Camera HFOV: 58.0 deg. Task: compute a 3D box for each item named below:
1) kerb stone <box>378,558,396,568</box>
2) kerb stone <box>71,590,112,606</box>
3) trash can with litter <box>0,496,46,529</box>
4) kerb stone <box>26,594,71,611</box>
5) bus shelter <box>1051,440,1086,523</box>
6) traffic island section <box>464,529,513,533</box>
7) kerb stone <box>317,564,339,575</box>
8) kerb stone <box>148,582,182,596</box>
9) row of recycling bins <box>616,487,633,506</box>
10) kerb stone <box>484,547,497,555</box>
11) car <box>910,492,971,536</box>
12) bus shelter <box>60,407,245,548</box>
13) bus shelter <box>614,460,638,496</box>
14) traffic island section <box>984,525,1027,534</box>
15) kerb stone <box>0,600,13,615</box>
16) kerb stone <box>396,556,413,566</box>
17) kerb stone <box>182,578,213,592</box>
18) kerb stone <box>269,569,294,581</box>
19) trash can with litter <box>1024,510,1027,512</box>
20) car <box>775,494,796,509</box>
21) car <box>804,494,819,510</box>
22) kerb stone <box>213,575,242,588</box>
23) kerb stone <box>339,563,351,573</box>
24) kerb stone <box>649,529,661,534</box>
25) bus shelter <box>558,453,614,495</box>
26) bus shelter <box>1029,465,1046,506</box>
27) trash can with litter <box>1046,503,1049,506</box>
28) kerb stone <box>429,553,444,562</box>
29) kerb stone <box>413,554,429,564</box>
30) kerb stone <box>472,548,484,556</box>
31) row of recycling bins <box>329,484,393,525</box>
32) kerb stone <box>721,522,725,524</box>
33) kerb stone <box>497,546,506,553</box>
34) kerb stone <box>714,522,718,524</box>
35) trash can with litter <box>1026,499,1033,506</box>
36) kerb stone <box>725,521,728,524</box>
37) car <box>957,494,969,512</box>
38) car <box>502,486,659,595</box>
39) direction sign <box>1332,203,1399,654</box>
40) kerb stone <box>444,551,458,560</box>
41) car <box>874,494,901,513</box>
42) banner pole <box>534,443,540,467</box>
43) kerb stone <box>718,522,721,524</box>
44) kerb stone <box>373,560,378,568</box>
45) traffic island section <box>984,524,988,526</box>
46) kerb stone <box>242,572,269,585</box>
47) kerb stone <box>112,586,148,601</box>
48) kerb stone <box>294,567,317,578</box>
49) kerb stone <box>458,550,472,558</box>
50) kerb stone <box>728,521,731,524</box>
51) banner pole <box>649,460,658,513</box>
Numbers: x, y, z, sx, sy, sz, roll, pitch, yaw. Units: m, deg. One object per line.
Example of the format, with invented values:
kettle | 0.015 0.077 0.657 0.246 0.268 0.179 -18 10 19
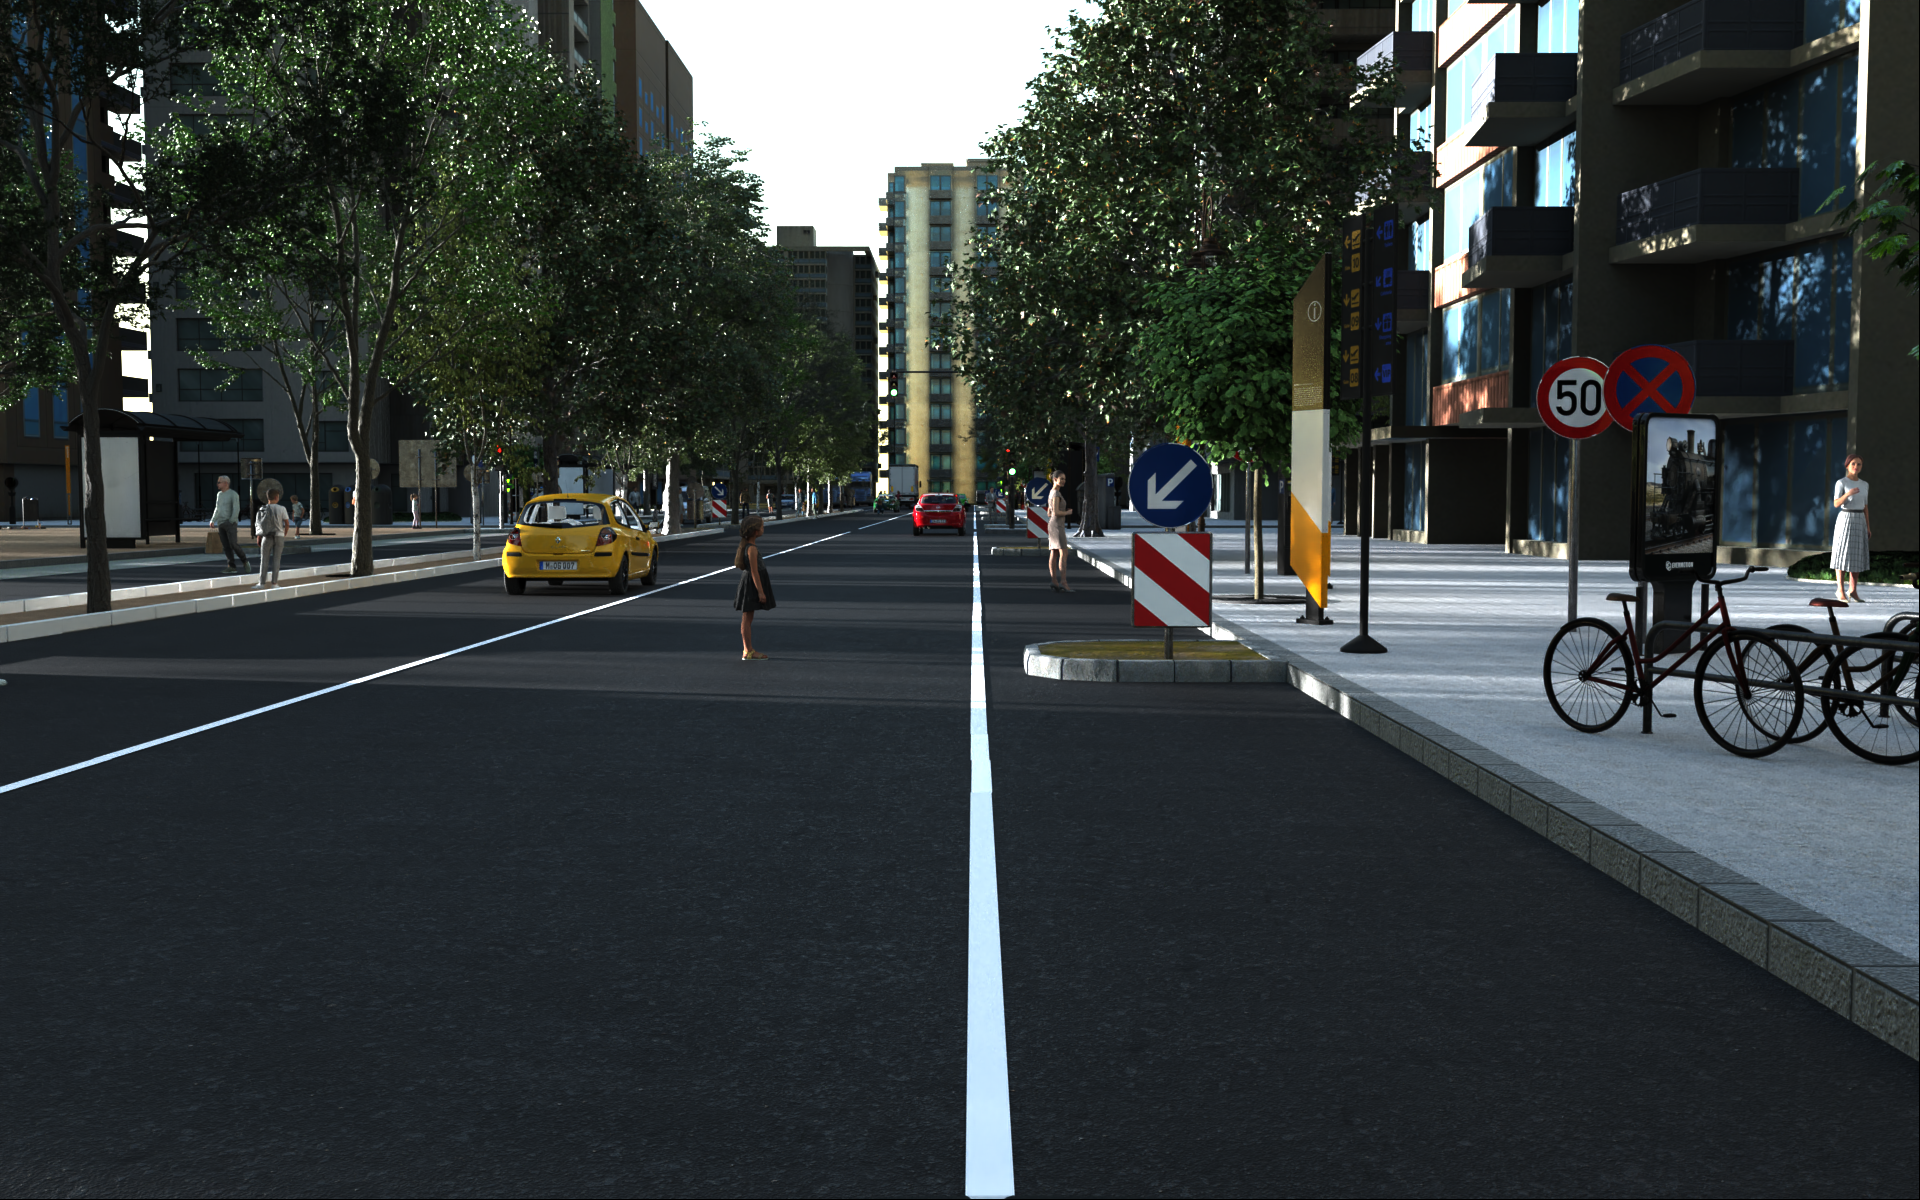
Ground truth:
kerb stone | -11.273 -0.707 33.748 0.120 0.150 1.000 0 4 0
kerb stone | -11.355 -0.016 22.478 0.120 0.150 1.000 0 4 0
trash can with litter | -34.531 -3.208 63.505 1.678 1.210 2.233 3 5 44
kerb stone | -11.367 0.045 21.456 0.120 0.150 1.000 0 4 0
bus shelter | 4.706 -5.269 77.425 1.731 3.624 6.357 0 4 1
traffic island section | -17.007 -2.568 64.263 2.009 0.180 2.903 0 4 0
kerb stone | -11.290 -0.519 30.682 0.120 0.150 1.000 0 4 0
kerb stone | -11.342 -0.138 24.526 0.120 0.150 1.000 0 4 0
row of recycling bins | -20.088 -5.905 103.667 1.069 1.692 3.534 -1 4 -9
kerb stone | -11.206 -1.141 40.918 0.120 0.150 1.000 0 4 0
car | -0.701 -3.184 61.094 2.155 1.783 4.494 0 4 1
bus shelter | -20.019 -3.021 43.323 2.014 3.302 5.546 0 4 0
bus shelter | -19.266 -6.200 95.295 2.014 3.302 5.546 0 4 1
traffic island section | 1.934 -2.558 64.103 2.009 0.180 2.903 0 4 0
kerb stone | -11.381 0.108 20.429 0.120 0.150 1.000 0 4 0
kerb stone | -11.259 -0.767 34.777 0.120 0.150 1.000 0 4 0
kerb stone | -11.334 -0.204 25.555 0.120 0.150 1.000 0 4 0
kerb stone | -11.304 -0.394 28.636 0.120 0.150 1.000 0 4 0
trash can with litter | 5.188 -7.116 127.398 1.678 1.210 2.233 1 4 14
car | -16.101 -9.139 161.419 2.014 1.417 4.499 0 4 2
car | -13.689 -9.118 159.295 2.015 1.641 3.980 0 4 1
kerb stone | -11.326 -0.268 26.582 0.120 0.150 1.000 0 4 0
kerb stone | -11.280 -0.582 31.704 0.120 0.150 1.000 0 4 0
kerb stone | -11.026 -2.462 62.452 0.120 0.150 1.000 0 4 0
bus shelter | -19.559 -5.827 89.199 2.014 3.302 5.546 0 4 0
bus shelter | 5.015 -6.393 98.441 2.014 3.302 5.546 0 4 0
trash can with litter | 4.897 -4.540 85.279 2.233 1.210 1.678 0 4 -3
kerb stone | -11.243 -0.894 36.820 0.120 0.150 1.000 0 4 0
kerb stone | -11.250 -0.827 35.799 0.120 0.150 1.000 0 4 0
kerb stone | -11.218 -1.078 39.896 0.120 0.150 1.000 0 4 0
row of recycling bins | -25.308 -4.038 73.132 3.534 1.692 1.069 2 4 31
kerb stone | -10.895 -3.435 78.365 0.120 0.150 1.000 0 4 0
kerb stone | -11.196 -1.208 41.939 0.120 0.150 1.000 0 4 0
kerb stone | -10.913 -3.308 76.317 0.120 0.150 1.000 0 4 0
trash can with litter | 5.310 -6.866 123.638 1.055 1.170 0.624 -2 4 -26
kerb stone | -10.888 -3.491 79.387 0.120 0.150 1.000 0 4 0
car | -0.201 -8.098 141.194 1.959 1.807 4.718 0 4 -1
car | -5.625 -0.968 26.054 2.015 1.641 3.980 0 4 -1
direction sign | 3.285 -1.345 13.989 0.379 3.537 0.876 -1 4 -15
kerb stone | -11.231 -0.957 37.842 0.120 0.150 1.000 0 4 0
car | -5.707 -7.544 135.140 2.131 1.459 4.920 0 4 2
banner pole | -20.733 -5.805 84.934 0.401 3.779 0.863 1 4 9
kerb stone | -10.906 -3.372 77.340 0.120 0.150 1.000 0 4 0
kerb stone | -11.271 -0.644 32.726 0.120 0.150 1.000 0 4 0
traffic island section | 2.000 -3.046 72.088 2.009 0.180 2.903 0 4 0
kerb stone | -11.317 -0.329 27.614 0.120 0.150 1.000 0 4 0
kerb stone | -11.351 -0.072 23.500 0.120 0.150 1.000 0 4 0
kerb stone | -11.300 -0.456 29.657 0.120 0.150 1.000 0 4 0
kerb stone | -11.224 -1.019 38.864 0.120 0.150 1.000 0 4 0
kerb stone | -10.876 -3.561 80.411 0.120 0.150 1.000 0 4 0
banner pole | -19.617 -7.379 110.664 0.863 3.779 0.401 1 4 23
